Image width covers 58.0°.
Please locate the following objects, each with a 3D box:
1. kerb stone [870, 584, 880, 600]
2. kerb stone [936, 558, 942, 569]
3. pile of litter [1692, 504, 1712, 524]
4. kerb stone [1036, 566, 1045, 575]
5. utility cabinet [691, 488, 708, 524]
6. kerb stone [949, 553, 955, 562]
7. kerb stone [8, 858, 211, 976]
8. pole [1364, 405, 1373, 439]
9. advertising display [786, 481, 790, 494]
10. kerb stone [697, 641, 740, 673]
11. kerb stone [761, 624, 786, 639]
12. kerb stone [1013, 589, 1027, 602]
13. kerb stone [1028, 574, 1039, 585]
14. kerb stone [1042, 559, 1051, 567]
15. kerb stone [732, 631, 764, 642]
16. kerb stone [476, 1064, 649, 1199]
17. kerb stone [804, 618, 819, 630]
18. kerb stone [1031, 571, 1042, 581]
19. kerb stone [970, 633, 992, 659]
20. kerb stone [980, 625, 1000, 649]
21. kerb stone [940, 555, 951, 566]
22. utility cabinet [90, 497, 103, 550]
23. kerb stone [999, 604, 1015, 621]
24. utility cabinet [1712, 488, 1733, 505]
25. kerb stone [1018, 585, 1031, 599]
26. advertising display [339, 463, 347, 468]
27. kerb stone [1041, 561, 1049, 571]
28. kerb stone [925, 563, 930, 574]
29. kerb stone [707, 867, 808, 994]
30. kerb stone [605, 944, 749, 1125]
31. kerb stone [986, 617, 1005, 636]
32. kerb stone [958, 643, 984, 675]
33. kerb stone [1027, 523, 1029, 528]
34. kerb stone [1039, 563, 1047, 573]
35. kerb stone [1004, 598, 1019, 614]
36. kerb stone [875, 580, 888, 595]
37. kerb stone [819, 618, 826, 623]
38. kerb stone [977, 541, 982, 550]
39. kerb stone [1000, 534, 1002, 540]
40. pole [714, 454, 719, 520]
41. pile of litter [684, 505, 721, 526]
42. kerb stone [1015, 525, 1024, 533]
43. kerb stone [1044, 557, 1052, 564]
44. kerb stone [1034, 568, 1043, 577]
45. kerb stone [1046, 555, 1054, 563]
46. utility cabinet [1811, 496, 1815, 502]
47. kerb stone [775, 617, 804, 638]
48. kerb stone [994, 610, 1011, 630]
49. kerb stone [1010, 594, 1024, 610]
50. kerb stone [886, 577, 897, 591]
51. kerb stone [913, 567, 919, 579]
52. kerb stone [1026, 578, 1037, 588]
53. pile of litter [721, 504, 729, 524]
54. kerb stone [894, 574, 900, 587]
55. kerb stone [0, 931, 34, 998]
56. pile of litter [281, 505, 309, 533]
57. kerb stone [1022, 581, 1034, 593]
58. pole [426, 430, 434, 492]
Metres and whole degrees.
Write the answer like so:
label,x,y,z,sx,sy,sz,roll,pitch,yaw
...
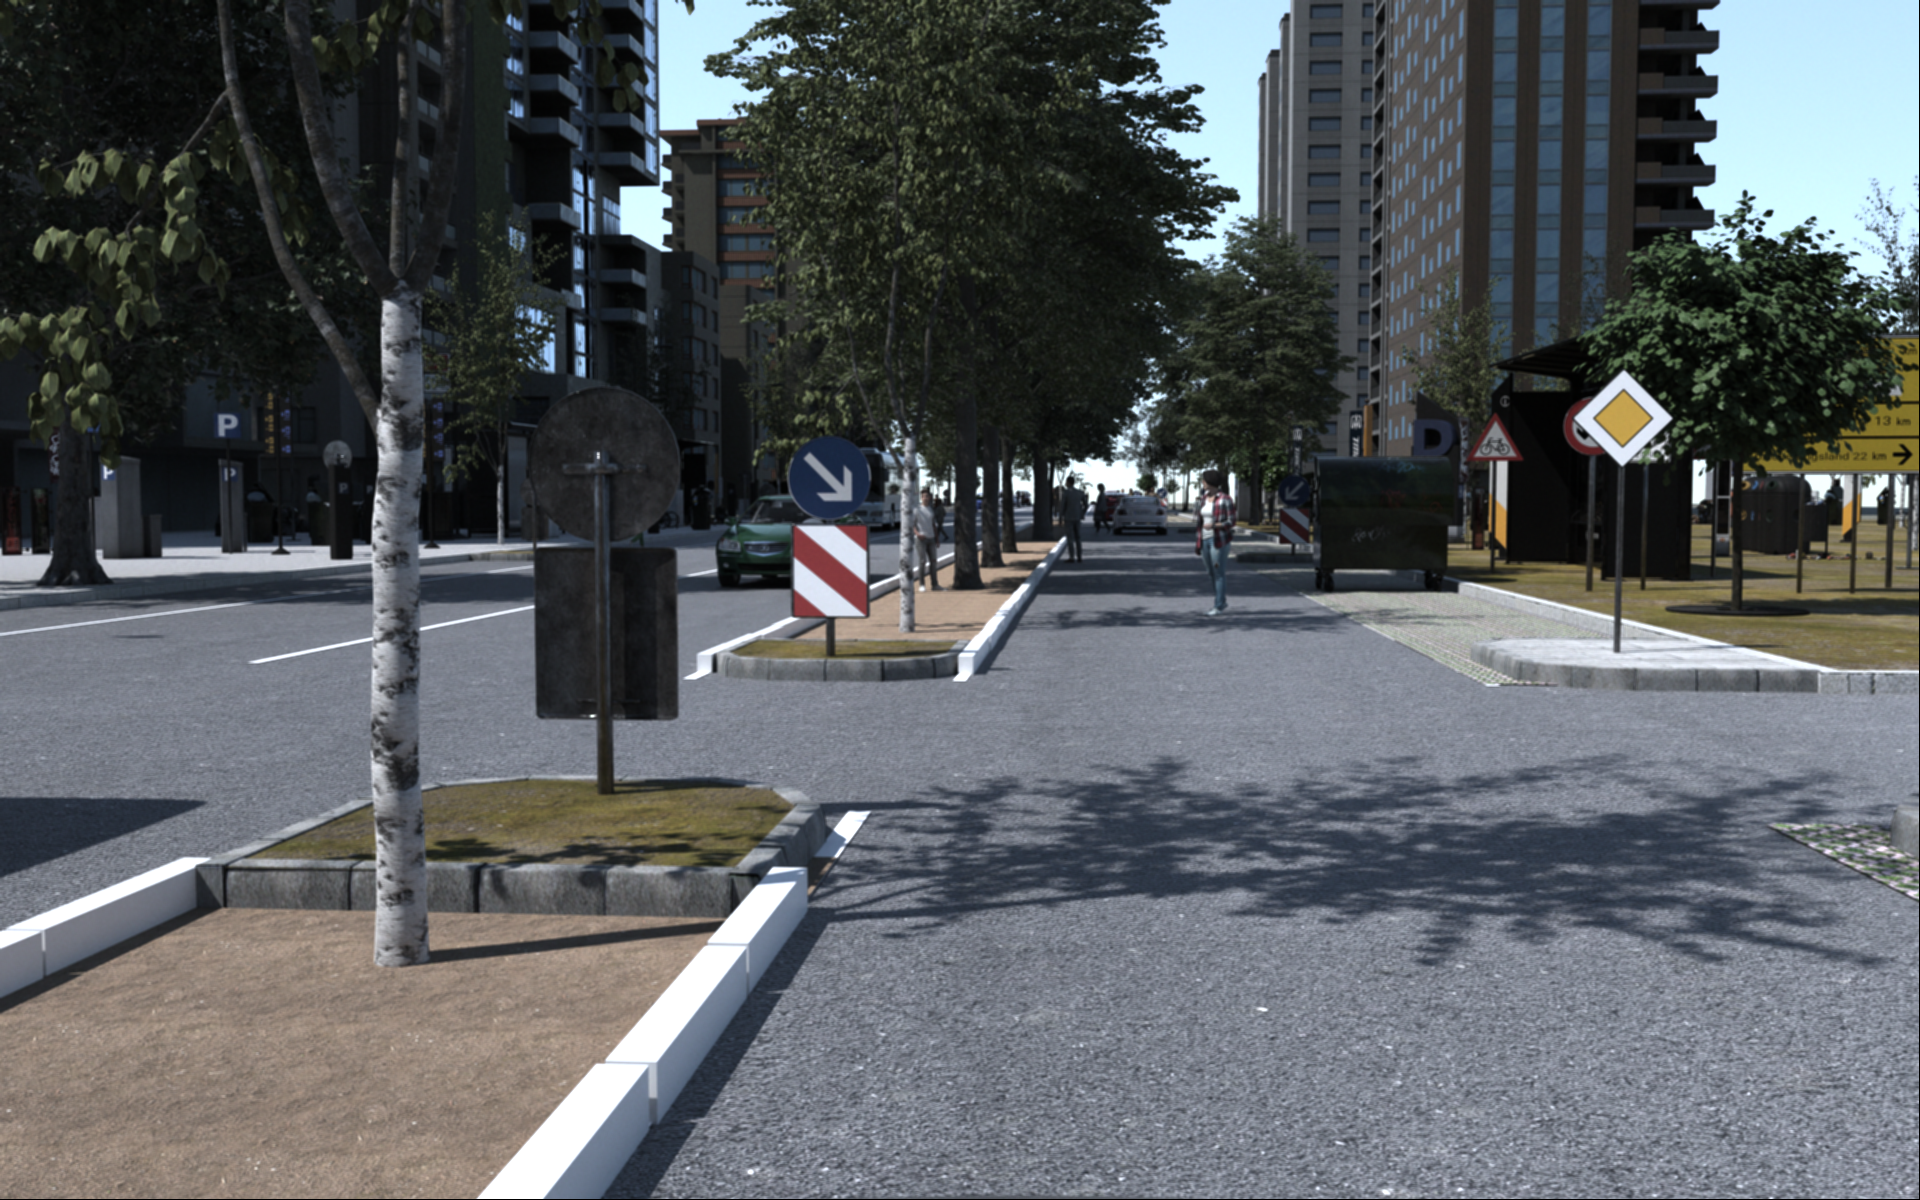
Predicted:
label,x,y,z,sx,sy,sz,roll,pitch,yaw
kerb stone,-1.247,-0.085,23.591,0.120,0.150,1.000,0,4,5
kerb stone,-0.500,-0.645,32.787,0.120,0.150,1.000,0,4,5
pile of litter,31.644,-3.646,73.573,1.176,0.858,1.719,-2,4,-30
kerb stone,1.332,-0.446,29.539,0.120,0.150,1.000,0,4,5
utility cabinet,-11.285,-4.066,75.158,0.318,1.500,1.173,1,4,11
kerb stone,-0.258,-0.835,35.843,0.120,0.150,1.000,0,4,5
kerb stone,-2.717,1.014,5.610,0.120,0.150,1.000,0,4,5
pole,9.362,-2.811,39.798,0.158,3.312,0.155,0,3,0
advertising display,-8.391,-4.939,85.960,0.123,1.923,0.974,1,4,16
kerb stone,-2.008,0.478,14.373,0.120,0.150,1.000,0,4,5
kerb stone,-1.823,0.362,16.422,0.120,0.150,1.000,0,4,5
kerb stone,0.749,-0.012,22.389,0.120,0.150,1.000,0,4,5
kerb stone,1.083,-0.256,26.472,0.120,0.150,1.000,0,4,5
kerb stone,1.592,-0.636,32.599,0.120,0.150,1.000,0,4,5
kerb stone,-1.919,0.417,15.404,0.120,0.150,1.000,0,4,5
kerb stone,-0.800,1.150,3.404,0.120,0.150,1.000,0,4,5
kerb stone,-1.669,0.227,18.489,0.120,0.150,1.000,0,4,5
kerb stone,1.177,-0.321,27.490,0.120,0.150,1.000,0,4,5
kerb stone,0.166,0.426,15.229,0.120,0.150,1.000,0,4,5
kerb stone,0.260,0.367,16.247,0.120,0.150,1.000,0,4,5
kerb stone,-0.338,-0.772,34.824,0.120,0.150,1.000,0,4,5
utility cabinet,-19.656,-1.781,40.273,1.020,1.237,0.306,-3,4,-39
kerb stone,0.500,0.176,19.313,0.120,0.150,1.000,0,4,5
utility cabinet,29.958,-3.594,67.442,1.173,1.500,0.318,0,4,3
kerb stone,0.844,-0.073,23.411,0.120,0.150,1.000,0,4,5
advertising display,-12.783,-1.879,35.934,0.123,1.923,0.974,-1,4,-17
kerb stone,1.506,-0.571,31.581,0.120,0.150,1.000,0,4,5
kerb stone,-0.675,-0.523,30.744,0.120,0.150,1.000,0,4,5
kerb stone,-0.624,1.024,5.455,0.120,0.150,1.000,0,4,5
kerb stone,-0.706,1.090,4.430,0.120,0.150,1.000,0,4,5
kerb stone,0.334,0.302,17.269,0.120,0.150,1.000,0,4,5
kerb stone,0.085,0.488,14.211,0.120,0.150,1.000,0,4,5
kerb stone,2.653,-3.020,71.573,0.120,0.150,1.000,0,4,5
kerb stone,1.413,-0.506,30.558,0.120,0.150,1.000,0,4,5
kerb stone,0.579,0.115,20.340,0.120,0.150,1.000,0,4,5
kerb stone,-1.174,-0.148,24.610,0.120,0.150,1.000,0,4,5
kerb stone,-1.586,0.164,19.508,0.120,0.150,1.000,0,4,5
kerb stone,0.573,-1.459,46.058,0.120,0.150,1.000,0,4,5
kerb stone,1.484,-2.143,57.282,0.120,0.150,1.000,0,4,5
pole,-12.250,-5.705,87.117,0.158,3.312,0.155,0,3,0
pile of litter,-10.591,-3.397,69.505,1.719,0.858,1.176,0,4,-5
kerb stone,2.309,-2.766,67.491,0.120,0.150,1.000,0,4,5
kerb stone,1.667,-0.699,33.618,0.120,0.150,1.000,0,4,5
kerb stone,1.247,-0.387,28.521,0.120,0.150,1.000,0,4,5
kerb stone,1.753,-0.761,34.637,0.120,0.150,1.000,0,4,5
utility cabinet,28.700,-2.927,59.017,0.306,1.237,1.020,0,4,-6
kerb stone,-1.748,0.290,17.460,0.120,0.150,1.000,0,4,5
kerb stone,0.423,0.239,18.287,0.120,0.150,1.000,0,4,5
kerb stone,0.671,0.057,21.370,0.120,0.150,1.000,0,4,5
kerb stone,-1.086,-0.210,25.629,0.120,0.150,1.000,0,4,5
kerb stone,-0.755,-0.459,29.723,0.120,0.150,1.000,0,4,5
kerb stone,1.009,-0.191,25.449,0.120,0.150,1.000,0,4,5
pile of litter,-10.393,-3.639,73.456,1.176,0.858,1.719,2,4,28
kerb stone,-1.003,-0.267,26.652,0.120,0.150,1.000,0,4,5
kerb stone,-2.793,1.077,4.591,0.120,0.150,1.000,0,4,5
pile of litter,-22.310,-2.684,57.851,1.719,0.858,1.176,0,4,-1
kerb stone,0.926,-0.137,24.430,0.120,0.150,1.000,0,4,5
pole,-16.787,-3.732,54.860,0.158,3.312,0.155,0,3,0
